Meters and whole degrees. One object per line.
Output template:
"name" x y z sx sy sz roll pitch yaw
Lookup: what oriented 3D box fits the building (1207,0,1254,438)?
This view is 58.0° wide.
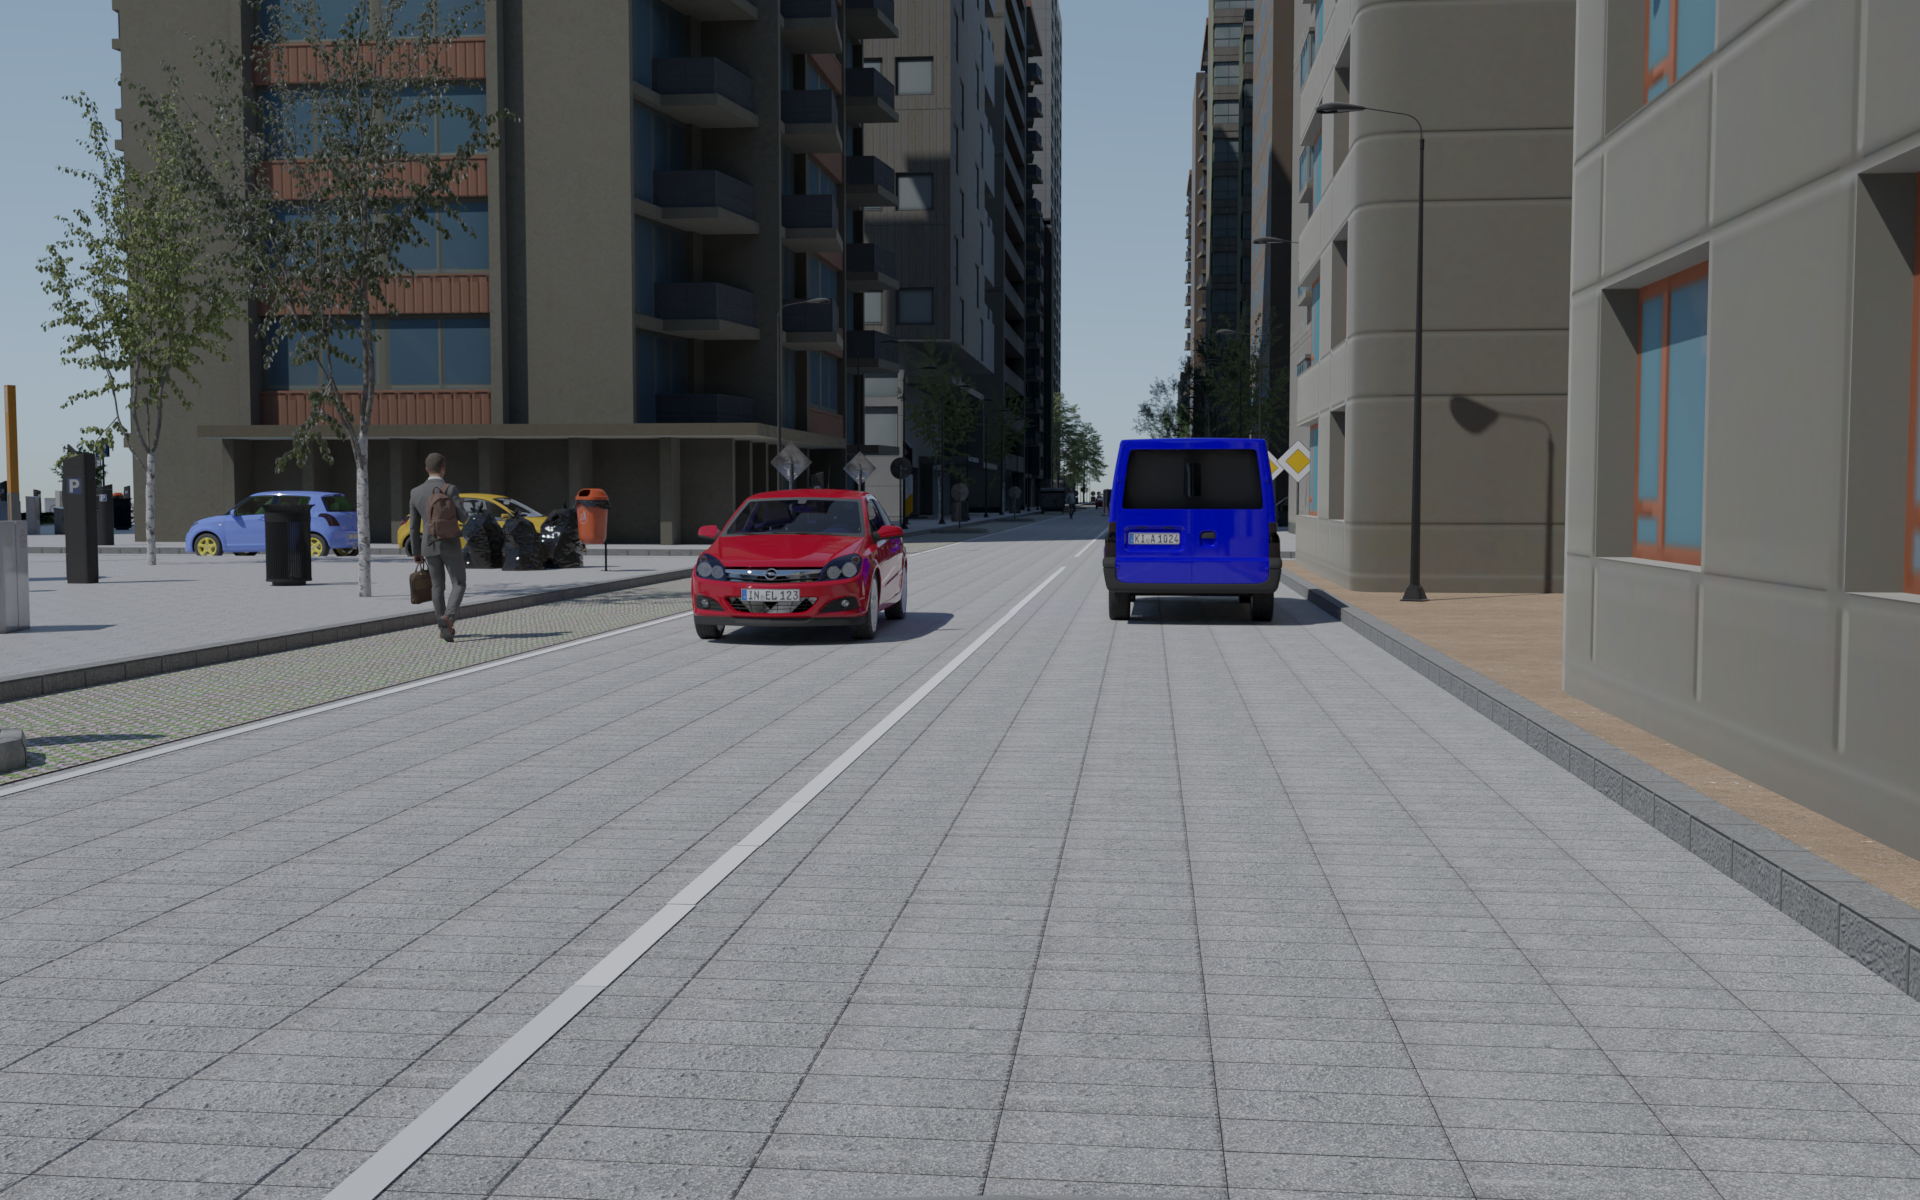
"building" 24.688 -26.859 122.737 14.154 41.232 14.086 0 4 6

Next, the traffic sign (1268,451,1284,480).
"traffic sign" 7.110 -2.226 40.034 0.795 2.450 0.064 0 4 6

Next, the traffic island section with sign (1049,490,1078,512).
"traffic island section with sign" 8.243 -8.016 139.697 1.989 1.847 2.006 0 4 6

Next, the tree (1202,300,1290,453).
"tree" 11.155 -7.114 66.682 4.737 8.622 4.395 0 3 0

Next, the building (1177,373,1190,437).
"building" 46.426 -25.227 257.502 27.650 21.520 28.899 0 4 6

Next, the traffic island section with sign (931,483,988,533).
"traffic island section with sign" 0.013 -3.355 63.480 1.989 1.847 2.006 0 4 6

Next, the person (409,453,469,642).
"person" -5.083 -0.516 16.899 0.622 1.834 0.822 0 4 1

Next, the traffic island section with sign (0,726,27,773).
"traffic island section with sign" -5.911 -0.001 8.642 1.989 1.847 2.006 0 4 6

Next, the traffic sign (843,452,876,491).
"traffic sign" -2.377 -2.289 41.075 0.795 2.450 0.064 0 4 6

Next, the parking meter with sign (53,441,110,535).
"parking meter with sign" -28.052 -3.610 55.283 0.543 3.016 1.738 2 4 25

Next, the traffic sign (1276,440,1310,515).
"traffic sign" 6.253 -1.740 32.094 0.795 2.450 0.064 0 4 6

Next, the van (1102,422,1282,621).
"van" 2.815 -1.032 21.256 2.240 2.365 5.245 0 4 7

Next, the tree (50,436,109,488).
"tree" -29.345 -3.883 58.095 1.663 3.219 1.824 0 3 0

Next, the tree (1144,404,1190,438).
"tree" 24.907 -16.593 197.050 9.928 11.665 9.643 0 3 0

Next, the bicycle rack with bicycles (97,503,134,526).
"bicycle rack with bicycles" -34.182 -3.485 70.367 2.925 0.926 2.852 -1 4 -17

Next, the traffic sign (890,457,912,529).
"traffic sign" -2.055 -3.657 59.905 0.768 2.556 0.104 1 4 12

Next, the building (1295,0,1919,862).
"building" 18.291 -10.396 15.009 27.650 21.520 28.899 0 4 6

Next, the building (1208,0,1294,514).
"building" 26.773 -29.810 137.507 14.600 45.320 14.200 0 4 6

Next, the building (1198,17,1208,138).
"building" 33.027 -30.816 158.469 22.147 44.769 28.867 0 4 6

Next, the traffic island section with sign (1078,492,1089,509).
"traffic island section with sign" 11.200 -9.692 167.085 1.989 1.847 2.006 0 4 6

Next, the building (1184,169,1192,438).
"building" 40.822 -35.093 228.399 22.147 44.769 28.867 0 4 6

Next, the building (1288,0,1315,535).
"building" 20.883 -26.112 50.638 21.600 48.544 21.300 0 4 6

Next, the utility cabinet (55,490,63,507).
"utility cabinet" -54.569 -5.914 105.375 0.318 1.500 1.173 0 4 1

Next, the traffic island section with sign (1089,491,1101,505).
"traffic island section with sign" 17.163 -13.069 222.300 1.989 1.847 2.006 0 4 6

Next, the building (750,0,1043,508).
"building" -4.145 -30.516 153.562 22.147 44.769 28.867 0 4 6

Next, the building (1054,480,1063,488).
"building" -3.671 -31.898 213.415 32.217 40.220 23.993 0 4 6

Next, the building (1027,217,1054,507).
"building" 2.100 -24.660 174.898 14.160 30.474 14.107 0 4 6

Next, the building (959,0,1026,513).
"building" -6.523 -30.814 127.504 21.300 48.544 21.600 0 4 6

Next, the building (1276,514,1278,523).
"building" 21.001 -26.306 80.218 14.600 45.320 14.200 0 4 6

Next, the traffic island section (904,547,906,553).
"traffic island section" -2.401 -1.153 41.139 2.009 0.180 2.903 0 4 6

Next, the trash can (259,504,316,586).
"trash can" -9.432 -0.775 24.319 0.748 1.137 0.748 0 3 0

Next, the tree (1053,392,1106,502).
"tree" 10.525 -16.798 192.766 7.486 12.596 7.792 0 3 0

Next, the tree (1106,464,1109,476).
"tree" 19.700 -21.647 272.049 7.486 12.596 7.792 0 3 0

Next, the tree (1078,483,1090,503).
"tree" 18.913 -16.391 262.596 1.663 3.219 1.824 0 3 0

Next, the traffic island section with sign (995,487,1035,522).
"traffic island section with sign" 2.905 -4.994 90.280 1.989 1.847 2.006 0 4 6

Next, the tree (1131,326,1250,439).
"tree" 13.742 -9.946 97.021 8.767 10.594 7.601 0 4 7

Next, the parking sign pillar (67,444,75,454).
"parking sign pillar" -47.541 -6.398 93.084 1.447 3.967 1.447 2 4 25

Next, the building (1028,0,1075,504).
"building" 6.659 -49.924 254.510 20.563 71.187 20.611 0 4 6

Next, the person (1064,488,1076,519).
"person" 6.372 -5.610 100.706 0.782 1.767 0.515 -3 4 -37

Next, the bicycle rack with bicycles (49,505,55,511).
"bicycle rack with bicycles" -55.135 -5.812 108.401 2.925 0.926 2.852 -1 4 -16

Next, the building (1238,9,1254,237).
"building" 24.055 -20.481 106.572 14.160 30.474 14.107 0 4 6

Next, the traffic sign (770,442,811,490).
"traffic sign" -3.234 -1.804 33.136 0.795 2.450 0.064 0 4 6

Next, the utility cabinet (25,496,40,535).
"utility cabinet" -29.582 -2.698 55.280 0.306 1.237 1.020 -1 4 -22

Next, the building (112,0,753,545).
"building" -13.996 -24.562 56.207 22.147 44.769 28.867 0 4 6

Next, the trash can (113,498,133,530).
"trash can" -30.001 -3.079 61.999 0.748 1.137 0.748 0 3 0

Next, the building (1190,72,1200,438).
"building" 31.186 -32.434 180.399 14.600 45.320 14.200 0 4 6

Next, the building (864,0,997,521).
"building" -12.380 -30.978 95.726 28.713 52.752 27.495 0 4 6

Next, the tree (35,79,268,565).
"tree" -14.691 -4.949 31.271 4.737 8.622 4.395 0 3 0
